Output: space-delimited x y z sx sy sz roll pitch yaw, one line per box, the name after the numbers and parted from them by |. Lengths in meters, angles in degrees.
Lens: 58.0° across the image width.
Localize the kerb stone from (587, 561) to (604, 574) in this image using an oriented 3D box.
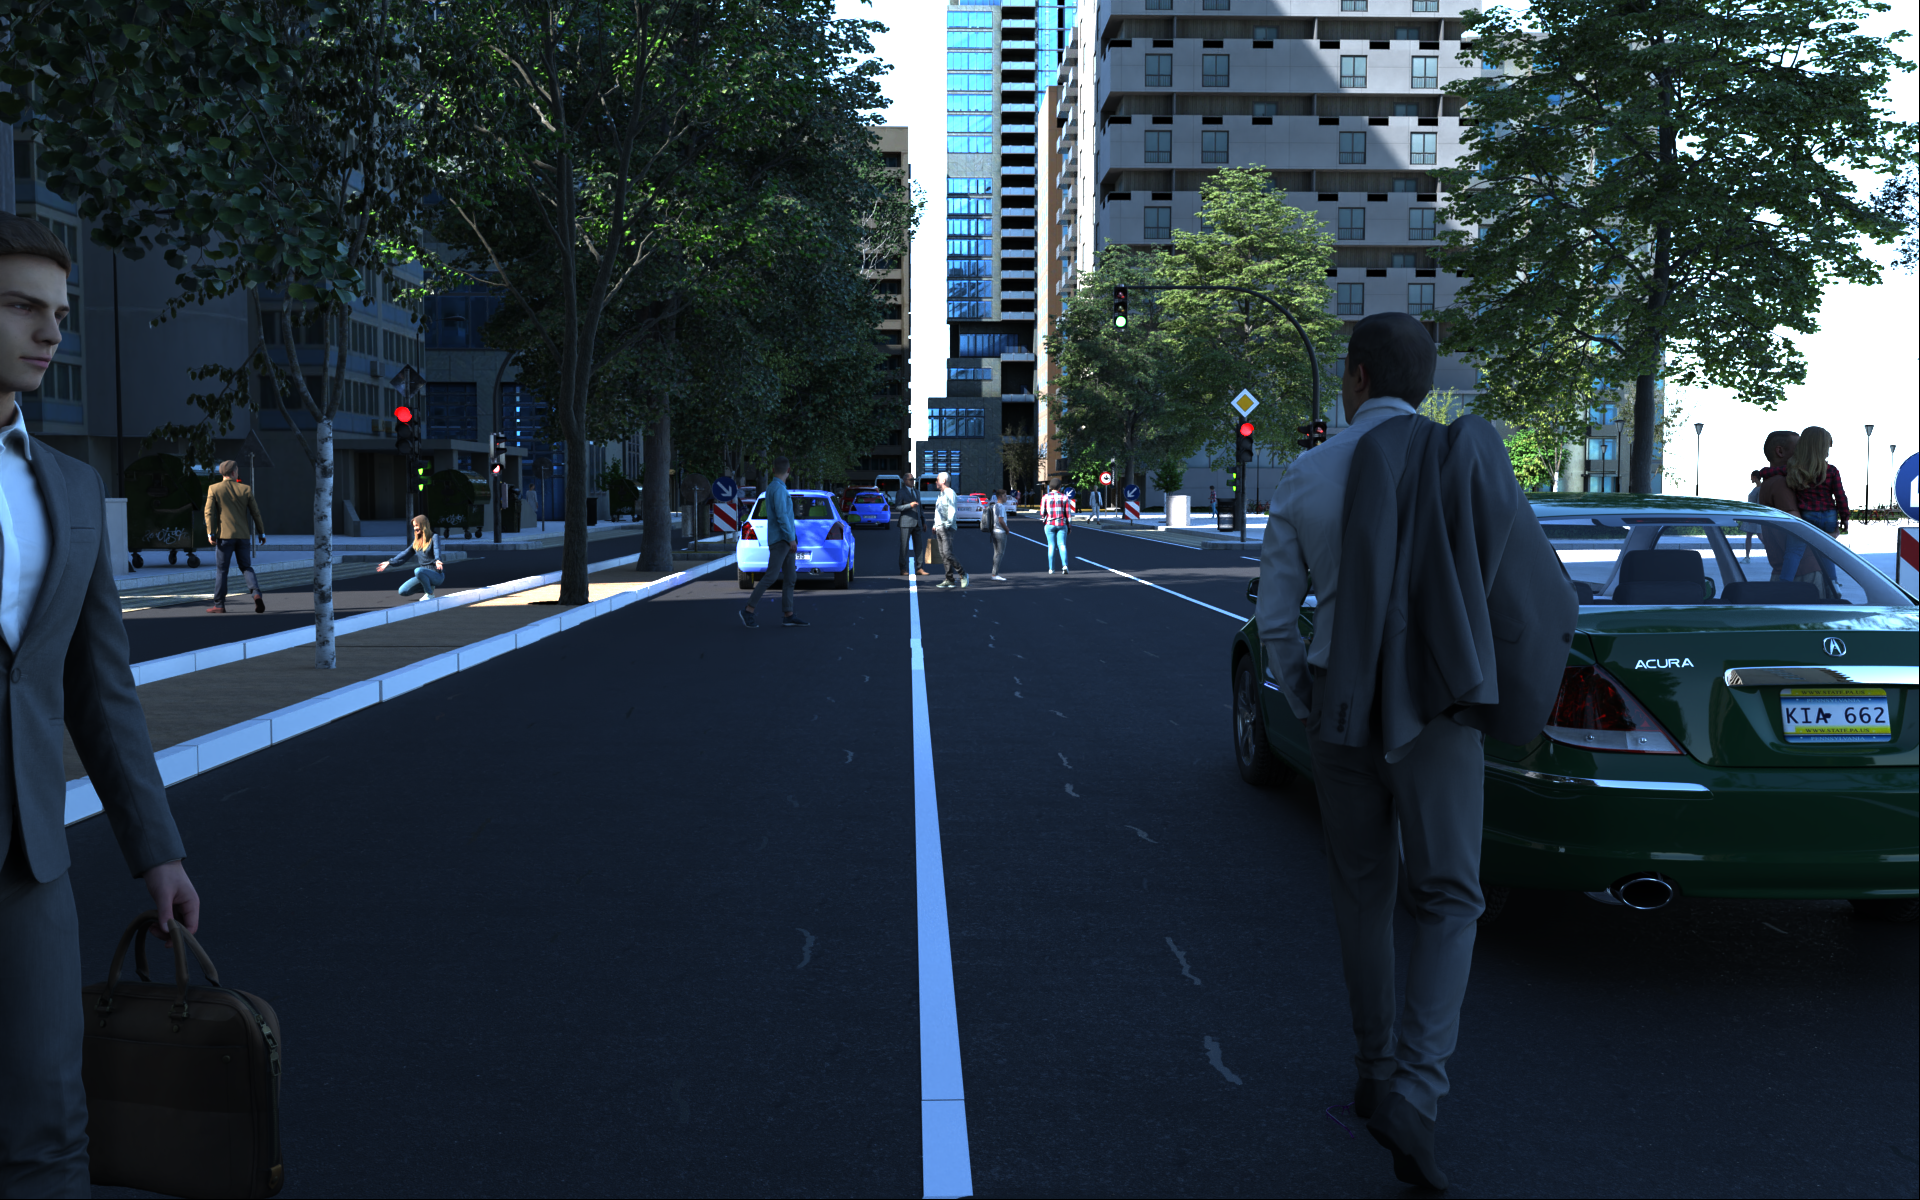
-6.740 -0.587 31.836 0.120 0.150 1.000 0 4 -2 | kerb stone

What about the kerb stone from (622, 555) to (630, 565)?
-6.836 -0.774 34.904 0.120 0.150 1.000 0 4 -2 | kerb stone

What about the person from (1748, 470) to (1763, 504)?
14.792 -1.551 32.147 0.760 1.731 0.466 -2 4 -27 | person

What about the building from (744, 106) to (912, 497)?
-16.951 -36.332 217.731 21.600 48.544 21.300 0 4 -2 | building

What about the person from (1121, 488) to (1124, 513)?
11.310 -6.935 118.790 0.474 1.900 0.648 0 4 2 | person

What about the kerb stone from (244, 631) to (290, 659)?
-6.241 0.415 15.454 0.120 0.150 1.000 0 4 -2 | kerb stone

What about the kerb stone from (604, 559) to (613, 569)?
-6.772 -0.648 32.857 0.120 0.150 1.000 0 4 -2 | kerb stone

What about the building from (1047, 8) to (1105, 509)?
20.890 -33.315 164.303 23.786 49.044 30.456 0 4 -2 | building

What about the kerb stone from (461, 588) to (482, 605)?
-6.467 -0.026 22.624 0.120 0.150 1.000 0 4 -2 | kerb stone

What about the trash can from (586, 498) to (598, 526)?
-14.964 -3.563 69.908 0.748 1.137 0.748 0 3 0 | trash can

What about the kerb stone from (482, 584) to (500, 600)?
-6.495 -0.086 23.647 0.120 0.150 1.000 0 4 -2 | kerb stone

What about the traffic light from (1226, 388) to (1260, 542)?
7.524 -3.491 45.997 0.839 4.253 0.868 0 4 -2 | traffic light

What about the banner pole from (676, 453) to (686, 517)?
-15.528 -6.485 96.046 0.863 3.779 0.401 2 4 28 | banner pole

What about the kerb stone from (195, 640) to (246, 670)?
-6.221 0.475 14.426 0.120 0.150 1.000 0 4 -2 | kerb stone

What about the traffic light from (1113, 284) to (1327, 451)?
5.677 -3.862 37.811 4.771 5.953 1.251 0 4 -2 | traffic light

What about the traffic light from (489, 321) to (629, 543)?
-10.039 -4.332 45.488 4.771 5.953 1.251 0 4 -2 | traffic light

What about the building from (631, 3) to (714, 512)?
-30.793 -29.313 133.898 22.147 44.769 28.867 0 4 -2 | building

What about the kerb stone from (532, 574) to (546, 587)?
-6.585 -0.276 26.718 0.120 0.150 1.000 0 4 -2 | kerb stone

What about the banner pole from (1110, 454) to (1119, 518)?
8.476 -6.424 95.052 0.401 3.779 0.863 -2 4 -26 | banner pole

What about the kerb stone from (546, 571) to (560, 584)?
-6.610 -0.339 27.740 0.120 0.150 1.000 0 4 -2 | kerb stone

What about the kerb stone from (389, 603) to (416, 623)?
-6.368 0.166 19.551 0.120 0.150 1.000 0 4 -2 | kerb stone

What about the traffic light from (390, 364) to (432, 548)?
-11.887 -2.966 37.409 0.839 4.253 0.868 0 4 -2 | traffic light

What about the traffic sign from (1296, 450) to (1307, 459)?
9.934 -3.016 49.410 0.768 2.556 0.104 0 4 3 | traffic sign

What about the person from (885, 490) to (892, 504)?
-5.977 -7.936 139.071 1.217 1.723 0.721 -2 4 -35 | person

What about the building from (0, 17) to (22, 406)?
-23.849 -20.951 26.143 14.086 41.232 14.154 0 4 -2 | building

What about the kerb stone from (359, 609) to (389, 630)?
-6.347 0.224 18.526 0.120 0.150 1.000 0 4 -2 | kerb stone

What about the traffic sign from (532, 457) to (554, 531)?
-14.351 -3.637 59.568 0.768 2.556 0.104 0 4 6 | traffic sign

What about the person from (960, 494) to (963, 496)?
-0.018 -10.411 181.911 0.799 1.438 0.628 0 4 2 | person

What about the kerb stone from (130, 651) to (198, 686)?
-6.187 0.539 13.404 0.120 0.150 1.000 0 4 -2 | kerb stone

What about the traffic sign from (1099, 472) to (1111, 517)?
8.278 -5.998 98.169 0.768 2.556 0.104 0 4 -1 | traffic sign

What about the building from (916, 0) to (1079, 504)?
9.871 -55.355 217.720 31.000 86.520 22.319 0 4 -2 | building

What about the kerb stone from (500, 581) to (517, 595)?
-6.524 -0.144 24.668 0.120 0.150 1.000 0 4 -2 | kerb stone

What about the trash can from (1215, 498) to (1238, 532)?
9.038 -2.880 58.739 0.748 1.137 0.748 0 3 0 | trash can

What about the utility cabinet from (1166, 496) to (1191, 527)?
8.681 -3.531 68.890 1.020 1.237 0.306 3 5 44 | utility cabinet

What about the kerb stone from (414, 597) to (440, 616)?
-6.401 0.099 20.574 0.120 0.150 1.000 0 4 -2 | kerb stone

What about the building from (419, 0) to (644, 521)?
-29.126 -47.767 93.661 22.319 86.520 31.000 0 4 -2 | building

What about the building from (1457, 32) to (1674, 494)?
57.862 -34.450 182.870 30.456 49.044 23.786 0 4 -2 | building

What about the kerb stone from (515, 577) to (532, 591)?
-6.553 -0.212 25.690 0.120 0.150 1.000 0 4 -2 | kerb stone

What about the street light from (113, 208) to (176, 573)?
-13.164 -3.405 28.216 1.470 5.913 1.316 0 4 -2 | street light

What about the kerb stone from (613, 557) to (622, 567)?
-6.808 -0.710 33.879 0.120 0.150 1.000 0 4 -2 | kerb stone

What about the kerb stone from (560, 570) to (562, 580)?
-6.654 -0.399 28.770 0.120 0.150 1.000 0 4 -2 | kerb stone

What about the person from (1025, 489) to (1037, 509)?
6.335 -8.983 153.651 1.217 1.736 0.721 2 4 33 | person

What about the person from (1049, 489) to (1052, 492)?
7.800 -8.700 149.223 0.436 1.711 0.756 1 4 19 | person

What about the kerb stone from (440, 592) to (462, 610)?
-6.426 0.037 21.595 0.120 0.150 1.000 0 4 -2 | kerb stone

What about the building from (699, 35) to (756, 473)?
-37.187 -34.339 181.059 30.456 49.044 23.786 0 4 -2 | building

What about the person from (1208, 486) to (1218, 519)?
13.218 -5.095 90.188 0.643 1.720 0.563 0 4 1 | person

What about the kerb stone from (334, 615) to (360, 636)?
-6.306 0.290 17.504 0.120 0.150 1.000 0 4 -2 | kerb stone

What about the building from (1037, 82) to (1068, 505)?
15.794 -32.833 186.933 14.600 45.320 14.200 0 4 -2 | building

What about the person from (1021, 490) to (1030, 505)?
7.464 -11.595 195.601 0.705 1.826 1.348 3 5 45 | person

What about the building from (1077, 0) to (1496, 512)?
23.831 -33.401 135.344 28.713 52.752 27.495 0 4 -2 | building

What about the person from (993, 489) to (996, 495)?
2.860 -8.416 146.093 0.705 1.826 1.348 1 4 13 | person

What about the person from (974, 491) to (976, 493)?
1.608 -11.370 194.265 0.599 1.838 0.709 -2 4 -24 | person

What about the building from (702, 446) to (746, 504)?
-27.187 -23.536 156.520 14.160 30.474 14.107 0 4 -2 | building

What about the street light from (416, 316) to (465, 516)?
-13.623 -4.455 45.385 1.470 5.913 1.316 0 4 -2 | street light

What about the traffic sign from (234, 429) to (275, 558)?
-14.194 -2.125 34.751 0.884 2.594 0.081 0 4 1 | traffic sign

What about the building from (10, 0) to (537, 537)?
-32.255 -22.415 58.363 32.217 40.220 23.993 0 4 -2 | building

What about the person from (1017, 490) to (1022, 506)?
6.297 -10.870 184.681 0.541 1.710 0.530 0 4 -2 | person

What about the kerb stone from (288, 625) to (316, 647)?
-6.284 0.353 16.483 0.120 0.150 1.000 0 4 -2 | kerb stone

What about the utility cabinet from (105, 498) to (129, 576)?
-13.478 -0.970 27.021 0.306 1.237 1.020 1 4 17 | utility cabinet
